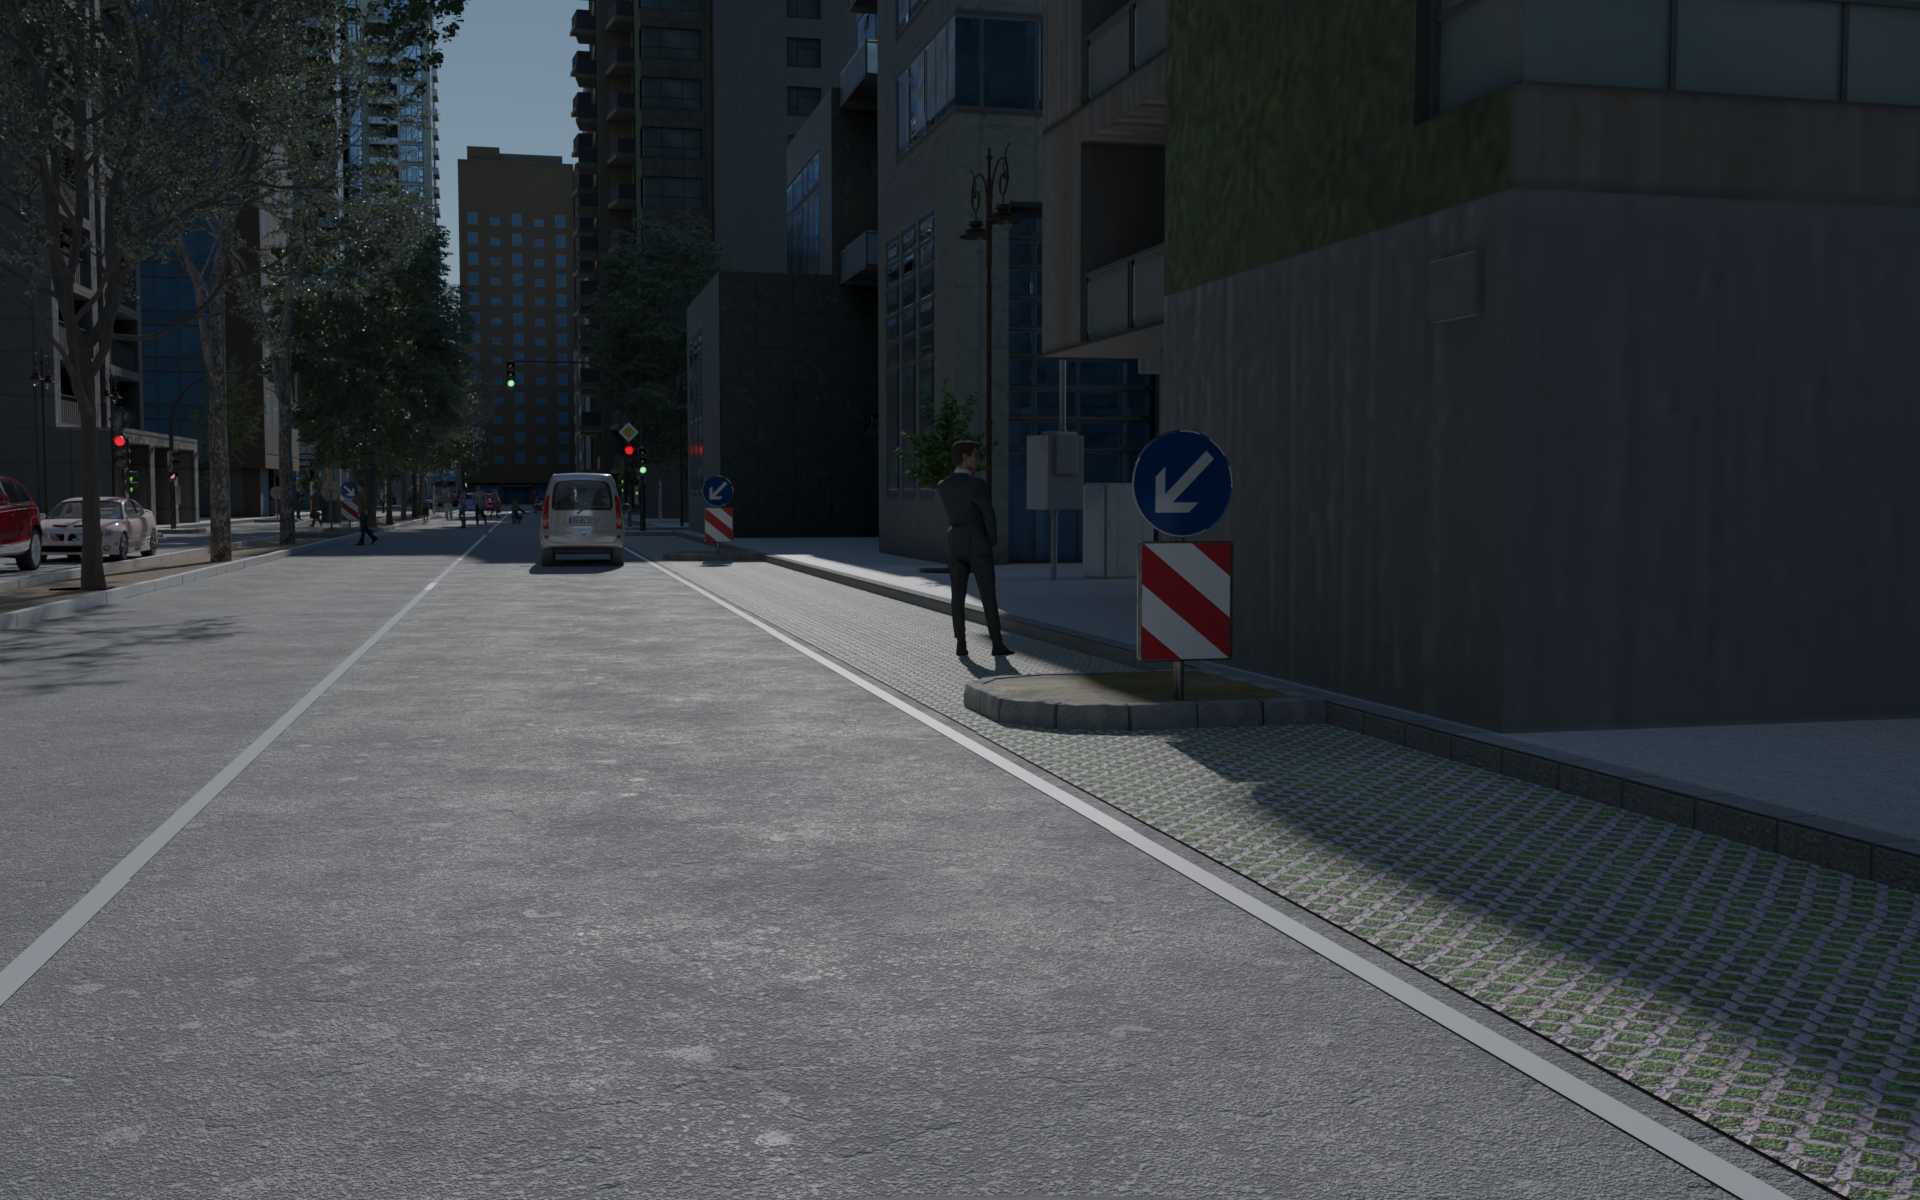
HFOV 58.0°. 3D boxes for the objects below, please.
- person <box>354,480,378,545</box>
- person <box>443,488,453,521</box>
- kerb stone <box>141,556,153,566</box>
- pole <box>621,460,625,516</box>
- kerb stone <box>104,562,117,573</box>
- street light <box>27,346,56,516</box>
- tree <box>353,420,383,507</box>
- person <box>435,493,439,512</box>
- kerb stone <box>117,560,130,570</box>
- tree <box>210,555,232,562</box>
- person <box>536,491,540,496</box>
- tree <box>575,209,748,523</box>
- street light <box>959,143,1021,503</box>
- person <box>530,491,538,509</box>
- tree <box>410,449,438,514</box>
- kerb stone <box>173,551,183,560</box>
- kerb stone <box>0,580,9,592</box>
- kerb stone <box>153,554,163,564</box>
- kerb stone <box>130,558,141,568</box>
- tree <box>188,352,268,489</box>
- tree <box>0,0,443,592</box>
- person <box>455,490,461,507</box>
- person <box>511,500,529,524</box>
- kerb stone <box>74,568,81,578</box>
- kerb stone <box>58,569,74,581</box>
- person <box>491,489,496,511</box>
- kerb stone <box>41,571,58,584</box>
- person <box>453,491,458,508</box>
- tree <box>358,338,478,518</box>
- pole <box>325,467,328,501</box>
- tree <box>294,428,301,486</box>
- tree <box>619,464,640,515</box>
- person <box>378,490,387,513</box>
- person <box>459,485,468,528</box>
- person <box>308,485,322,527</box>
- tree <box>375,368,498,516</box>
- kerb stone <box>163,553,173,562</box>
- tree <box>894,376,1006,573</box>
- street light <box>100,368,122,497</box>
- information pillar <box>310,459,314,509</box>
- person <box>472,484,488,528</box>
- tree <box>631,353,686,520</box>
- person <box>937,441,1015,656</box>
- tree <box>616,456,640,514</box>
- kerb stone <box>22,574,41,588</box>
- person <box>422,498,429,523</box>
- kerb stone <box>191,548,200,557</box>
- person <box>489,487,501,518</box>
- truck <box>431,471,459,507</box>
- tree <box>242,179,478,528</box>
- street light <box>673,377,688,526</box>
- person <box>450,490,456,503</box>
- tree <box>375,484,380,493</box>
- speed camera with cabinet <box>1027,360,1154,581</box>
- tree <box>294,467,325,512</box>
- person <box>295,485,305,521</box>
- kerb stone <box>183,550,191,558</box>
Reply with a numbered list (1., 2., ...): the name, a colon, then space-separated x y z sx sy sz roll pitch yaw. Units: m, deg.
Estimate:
1. person: -16.743 -2.463 48.673 0.656 1.842 0.836 2 4 33
2. person: -27.198 -5.078 92.069 0.519 1.759 0.362 -3 4 -36
3. kerb stone: -16.352 -0.759 34.598 0.120 0.150 1.000 -1 4 -14
4. pole: -19.926 -6.632 102.281 0.158 3.312 0.155 0 3 0
5. kerb stone: -15.613 -0.572 31.619 0.120 0.150 1.000 -1 4 -14
6. street light: -28.741 -4.989 54.355 0.468 5.910 1.993 -1 4 -14
7. tree: -58.543 -15.546 172.297 7.486 12.596 7.792 0 3 0
8. person: -40.553 -7.517 133.991 0.523 1.515 0.503 -1 4 -13
9. kerb stone: -15.865 -0.637 32.610 0.120 0.150 1.000 -1 4 -14
10. tree: -17.049 -10.905 36.646 12.611 20.169 13.585 0 3 0
11. person: -51.979 -12.486 212.660 1.348 1.822 0.705 -2 4 -24
12. tree: -12.204 -10.453 77.566 9.857 13.997 8.962 0 3 0
13. street light: 0.390 -3.088 23.271 0.468 5.910 1.993 -1 4 -14
14. person: -40.050 -9.434 163.306 0.990 1.755 0.434 -1 4 -16
15. tree: -36.918 -10.305 121.311 4.360 8.622 3.978 0 3 0
16. kerb stone: -17.093 -0.941 37.589 0.120 0.150 1.000 -1 4 -14
17. kerb stone: -14.137 -0.201 25.633 0.120 0.150 1.000 -1 4 -14
18. kerb stone: -16.606 -0.819 35.588 0.120 0.150 1.000 -1 4 -14
19. kerb stone: -16.110 -0.698 33.604 0.120 0.150 1.000 -1 4 -14
20. tree: -38.383 -8.570 90.486 4.737 8.622 4.395 0 3 0
21. tree: -12.785 -6.869 25.142 12.009 13.543 11.850 0 3 0
22. person: -42.496 -8.410 146.682 0.721 1.739 1.217 -2 4 -35
23. person: -20.993 -4.185 82.424 1.012 1.151 0.738 -3 5 -39
24. kerb stone: -15.122 -0.454 29.617 0.120 0.150 1.000 -1 4 -14
25. kerb stone: -14.874 -0.393 28.624 0.120 0.150 1.000 -1 4 -14
26. person: -38.465 -8.212 142.852 1.350 1.814 0.705 2 4 35
27. kerb stone: -14.629 -0.332 27.629 0.120 0.150 1.000 -1 4 -14
28. person: -53.708 -10.720 184.478 1.217 1.736 0.721 1 4 17
29. tree: -32.500 -10.705 103.232 9.928 11.665 9.643 0 3 0
30. pole: -45.938 -8.058 125.598 0.158 3.312 0.155 0 3 0
31. tree: -44.233 -9.864 111.634 4.737 8.622 4.395 0 3 0
32. tree: -20.157 -6.921 107.753 1.663 3.219 1.824 0 3 0
33. person: -43.249 -7.385 129.637 0.661 1.777 0.834 0 4 4
34. person: -20.754 -3.902 72.315 0.388 1.821 0.555 -1 4 -21
35. person: -28.225 -4.125 75.910 0.622 1.834 0.822 3 5 40
36. tree: -35.089 -11.819 112.708 9.611 12.733 9.660 0 3 0
37. kerb stone: -16.850 -0.879 36.596 0.120 0.150 1.000 -1 4 -14
38. tree: -0.215 -2.077 28.567 1.663 3.219 1.824 0 3 0
39. street light: -30.982 -5.536 63.306 0.468 5.910 1.993 -1 4 -14
40. information pillar: -43.625 -7.660 116.602 0.183 3.616 0.504 0 4 -2
41. person: -20.510 -4.015 73.995 0.661 1.843 0.795 0 4 7
42. tree: -14.786 -8.323 86.447 4.737 8.622 4.395 0 3 0
43. person: 0.121 -0.460 15.381 0.648 1.900 0.474 2 4 30
44. tree: -20.501 -7.813 111.449 4.285 4.588 4.351 0 3 0
45. kerb stone: -14.373 -0.263 26.628 0.120 0.150 1.000 -1 4 -14
46. person: -26.207 -4.387 84.901 0.362 1.253 0.373 0 4 4
47. kerb stone: -17.593 -1.063 39.576 0.120 0.150 1.000 -1 4 -14
48. person: -27.725 -5.800 103.195 0.748 1.841 0.638 -2 4 -25
49. truck: -60.153 -13.028 202.761 2.967 4.110 18.799 -1 4 -16
50. tree: -23.984 -9.831 69.850 9.857 13.997 8.962 0 3 0
51. street light: -11.032 -5.857 68.549 0.468 5.910 1.993 -1 4 -14
52. person: -50.154 -9.908 170.505 1.348 1.823 0.705 2 4 33
53. tree: -60.746 -11.266 178.805 1.663 3.219 1.824 0 3 0
54. speed camera with cabinet: 1.979 -1.946 26.149 2.038 3.252 0.660 -2 4 -34
55. tree: -46.218 -7.855 123.031 1.663 3.219 1.824 0 3 0
56. person: -35.224 -5.175 92.472 0.474 1.900 0.648 -1 4 -9
57. kerb stone: -17.351 -1.002 38.582 0.120 0.150 1.000 -1 4 -14
